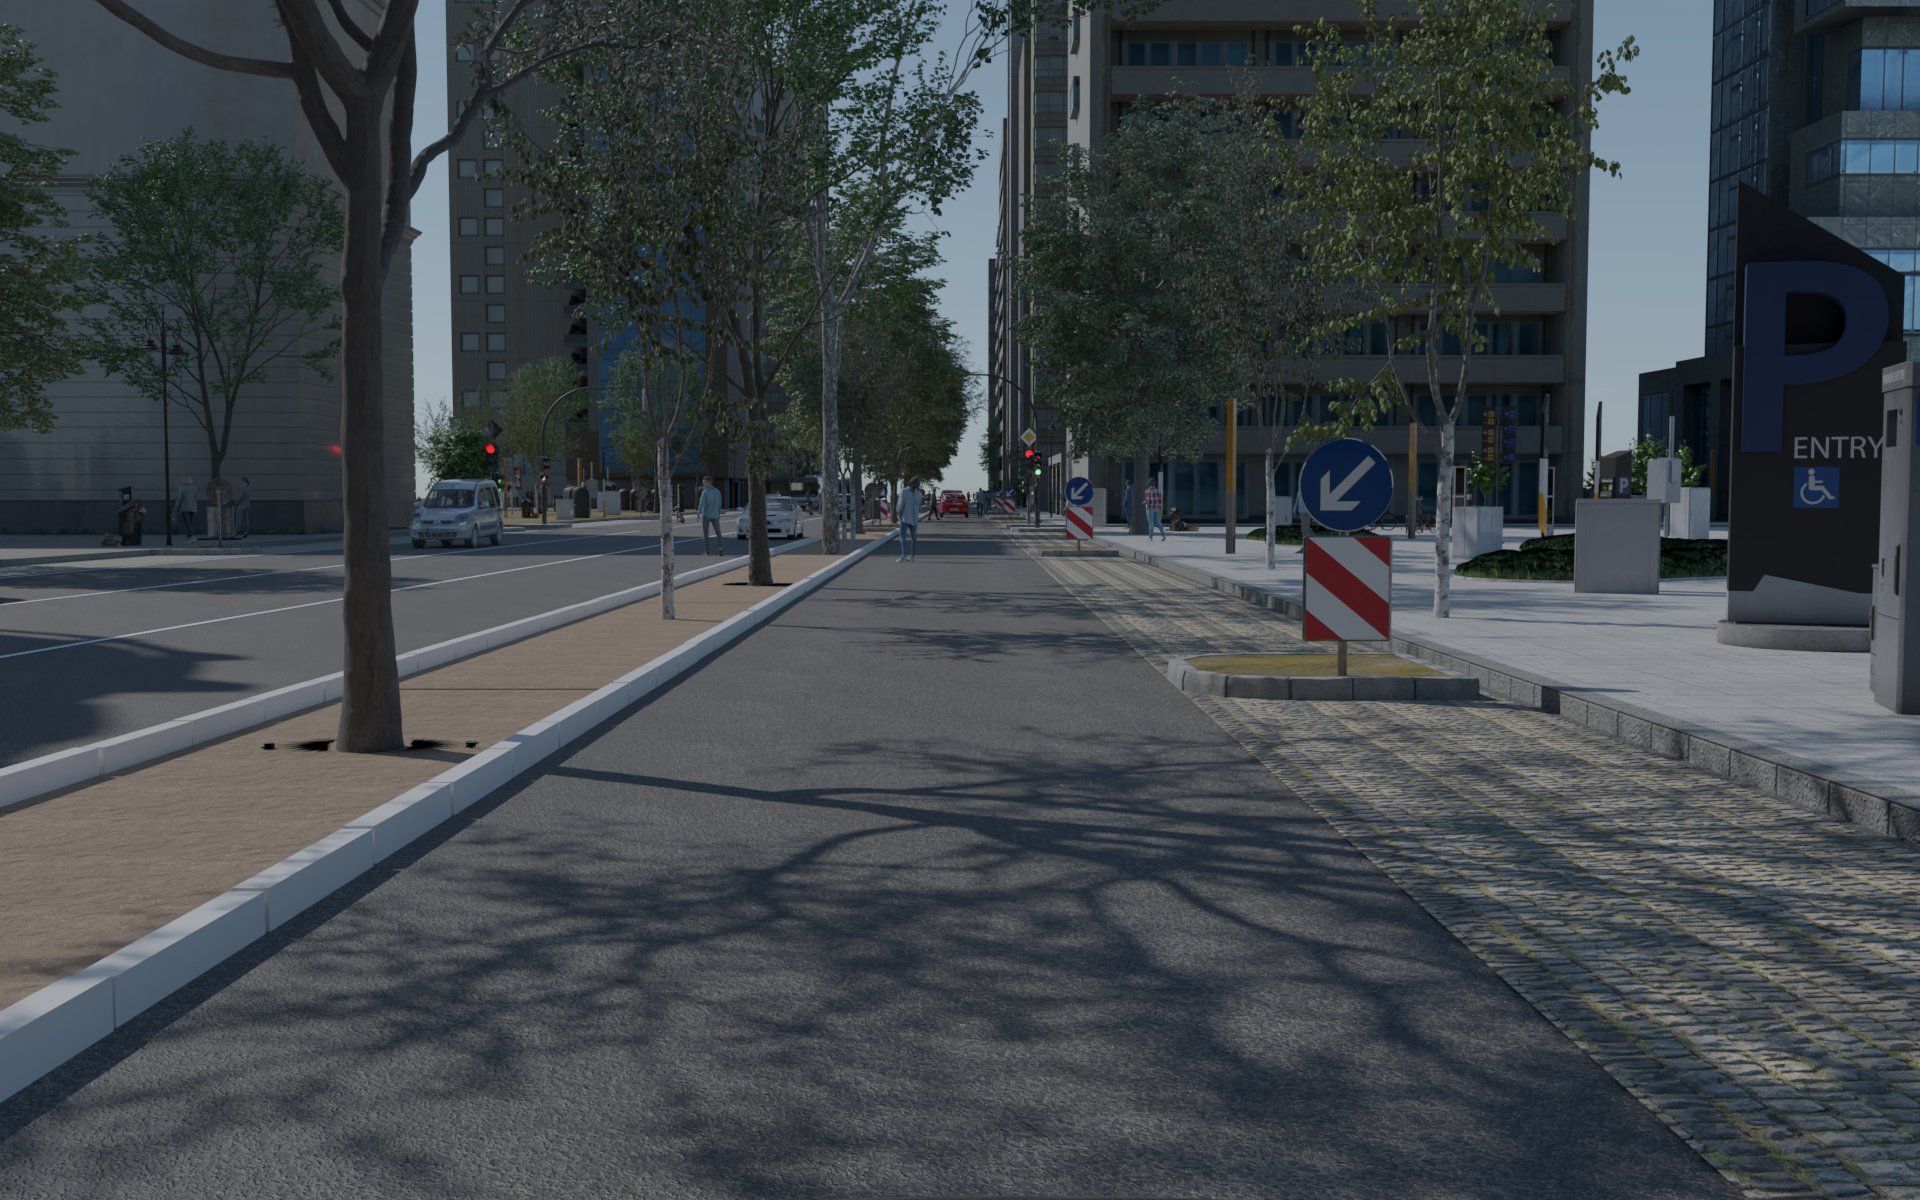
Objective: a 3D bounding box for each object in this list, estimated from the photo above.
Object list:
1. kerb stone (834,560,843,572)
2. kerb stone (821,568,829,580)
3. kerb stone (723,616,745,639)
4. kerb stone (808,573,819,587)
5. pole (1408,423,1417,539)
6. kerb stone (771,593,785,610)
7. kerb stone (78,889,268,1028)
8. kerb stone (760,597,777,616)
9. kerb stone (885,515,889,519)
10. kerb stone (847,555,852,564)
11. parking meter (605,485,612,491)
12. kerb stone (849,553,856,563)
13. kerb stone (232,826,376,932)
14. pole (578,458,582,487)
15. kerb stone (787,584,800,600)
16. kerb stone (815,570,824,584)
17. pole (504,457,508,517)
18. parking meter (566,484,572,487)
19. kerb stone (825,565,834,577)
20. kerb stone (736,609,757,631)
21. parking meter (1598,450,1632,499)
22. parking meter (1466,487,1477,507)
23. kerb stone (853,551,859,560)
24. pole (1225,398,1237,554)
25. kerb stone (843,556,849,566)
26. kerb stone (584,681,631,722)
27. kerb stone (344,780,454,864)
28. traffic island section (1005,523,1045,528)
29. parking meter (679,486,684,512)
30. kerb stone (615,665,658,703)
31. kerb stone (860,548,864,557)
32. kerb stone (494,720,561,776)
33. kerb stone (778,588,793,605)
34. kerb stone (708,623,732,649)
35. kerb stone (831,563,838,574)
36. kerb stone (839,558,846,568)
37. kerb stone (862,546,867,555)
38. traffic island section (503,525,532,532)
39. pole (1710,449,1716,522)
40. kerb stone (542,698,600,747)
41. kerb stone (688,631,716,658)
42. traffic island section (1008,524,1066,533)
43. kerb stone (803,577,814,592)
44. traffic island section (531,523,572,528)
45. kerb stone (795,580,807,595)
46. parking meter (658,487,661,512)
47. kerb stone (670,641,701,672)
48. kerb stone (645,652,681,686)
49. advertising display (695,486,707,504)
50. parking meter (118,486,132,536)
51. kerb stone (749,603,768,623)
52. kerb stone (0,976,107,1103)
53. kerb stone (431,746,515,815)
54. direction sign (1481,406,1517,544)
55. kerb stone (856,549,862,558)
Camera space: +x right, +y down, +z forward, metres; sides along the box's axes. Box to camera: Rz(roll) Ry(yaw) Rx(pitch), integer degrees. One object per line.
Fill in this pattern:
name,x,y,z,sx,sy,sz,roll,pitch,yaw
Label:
kerb stone,-2.297,-0.587,31.796,0.120,0.150,1.000,0,3,0
kerb stone,-2.308,-0.398,28.722,0.120,0.150,1.000,0,3,0
kerb stone,-2.314,0.293,17.436,0.120,0.150,1.000,0,3,0
kerb stone,-2.306,-0.273,26.665,0.120,0.150,1.000,0,3,0
pole,12.998,-3.420,49.759,0.158,3.312,0.155,0,3,0
kerb stone,-2.314,0.045,21.544,0.120,0.150,1.000,0,3,0
kerb stone,-2.323,1.054,5.141,0.120,0.150,1.000,0,3,0
kerb stone,-2.310,0.105,20.519,0.120,0.150,1.000,0,3,0
kerb stone,-4.377,-4.824,101.073,0.120,0.150,1.000,0,3,0
kerb stone,-2.312,-0.771,34.879,0.120,0.150,1.000,0,3,0
parking meter,-22.065,-6.305,108.800,0.399,1.863,0.255,2,4,27
kerb stone,-2.296,-0.838,35.901,0.120,0.150,1.000,0,3,0
kerb stone,-2.319,0.985,6.162,0.120,0.150,1.000,0,3,0
pole,-21.635,-6.403,98.534,0.158,3.312,0.155,0,3,0
kerb stone,-2.315,-0.085,23.593,0.120,0.150,1.000,0,3,0
kerb stone,-2.307,-0.336,27.692,0.120,0.150,1.000,0,3,0
pole,-25.100,-6.228,95.675,0.158,3.312,0.155,0,3,0
parking meter,-23.507,-6.031,104.317,0.255,1.863,0.399,-2,4,-35
kerb stone,-2.309,-0.462,29.745,0.120,0.150,1.000,0,3,0
kerb stone,-2.310,0.228,18.468,0.120,0.150,1.000,0,3,0
parking meter,8.723,-1.063,23.094,0.399,1.863,0.255,-2,4,-31
parking meter,17.144,-3.041,58.131,0.372,1.533,0.369,0,3,0
kerb stone,-2.295,-0.900,36.924,0.120,0.150,1.000,0,3,0
pole,5.797,-2.641,37.015,0.158,3.312,0.155,0,3,0
kerb stone,-2.309,-0.712,33.846,0.120,0.150,1.000,0,3,0
kerb stone,-2.317,0.670,11.295,0.120,0.150,1.000,0,3,0
kerb stone,-2.322,0.917,7.196,0.120,0.150,1.000,0,3,0
traffic island section,2.949,-3.141,73.632,2.009,0.180,2.903,0,3,0
parking meter,-19.525,-7.078,121.428,0.255,1.863,0.399,1,4,12
kerb stone,-2.312,0.604,12.317,0.120,0.150,1.000,0,3,0
kerb stone,-2.305,-1.026,38.976,0.120,0.150,1.000,0,3,0
kerb stone,-2.319,0.792,9.245,0.120,0.150,1.000,0,3,0
kerb stone,-2.317,-0.019,22.566,0.120,0.150,1.000,0,3,0
kerb stone,-2.310,0.354,16.411,0.120,0.150,1.000,0,3,0
kerb stone,-2.300,-0.525,30.771,0.120,0.150,1.000,0,3,0
kerb stone,-2.302,-0.650,32.818,0.120,0.150,1.000,0,3,0
kerb stone,-2.296,-1.089,40.000,0.120,0.150,1.000,0,3,0
traffic island section,-17.695,-2.653,65.661,2.009,0.180,2.903,0,3,0
pole,34.391,-5.218,79.160,0.158,3.312,0.155,0,3,0
kerb stone,-2.316,0.730,10.267,0.120,0.150,1.000,0,3,0
kerb stone,-2.318,0.416,15.388,0.120,0.150,1.000,0,3,0
traffic island section,2.946,-2.652,65.647,2.009,0.180,2.903,0,3,0
kerb stone,-2.301,-0.211,25.643,0.120,0.150,1.000,0,3,0
traffic island section,-17.692,-3.142,73.646,2.009,0.180,2.903,0,3,0
kerb stone,-2.313,-0.148,24.619,0.120,0.150,1.000,0,3,0
parking meter,-21.157,-7.128,122.253,0.399,1.863,0.255,2,4,27
kerb stone,-2.307,0.480,14.366,0.120,0.150,1.000,0,3,0
kerb stone,-2.309,0.542,13.341,0.120,0.150,1.000,0,3,0
advertising display,-20.586,-8.109,137.800,0.974,1.923,0.123,-1,4,-10
parking meter,-25.472,-2.718,52.844,0.372,1.533,0.369,0,3,0
kerb stone,-2.306,0.165,19.492,0.120,0.150,1.000,0,3,0
kerb stone,-2.319,1.106,4.118,0.120,0.150,1.000,0,3,0
kerb stone,-2.316,0.855,8.220,0.120,0.150,1.000,0,3,0
direction sign,13.944,-3.234,44.870,0.876,3.537,0.379,2,4,35
kerb stone,-2.294,-0.964,37.952,0.120,0.150,1.000,0,3,0
